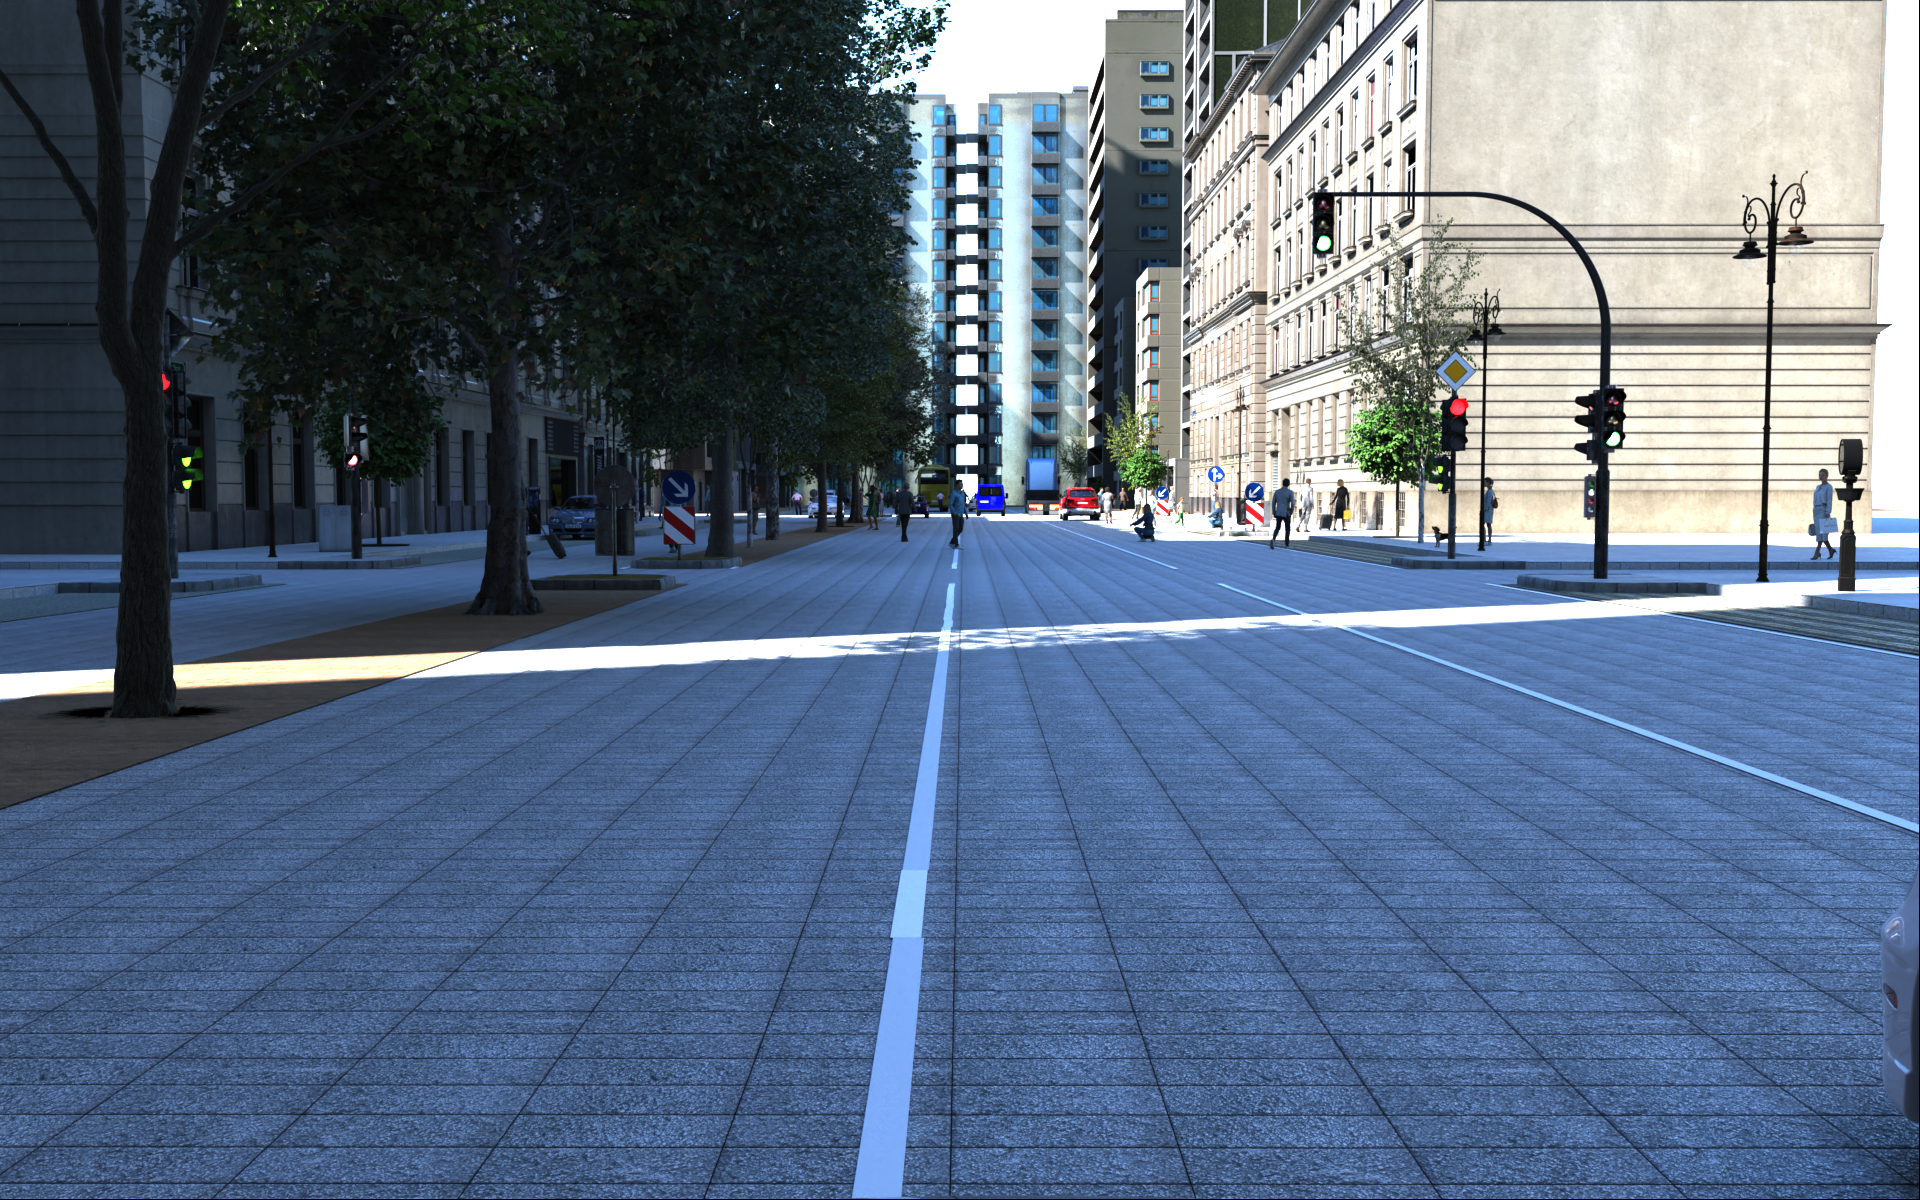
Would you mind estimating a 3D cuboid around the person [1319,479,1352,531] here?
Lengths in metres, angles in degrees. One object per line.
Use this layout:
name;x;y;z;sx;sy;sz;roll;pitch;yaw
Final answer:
person;13.253;-3.349;61.019;0.699;1.804;1.509;-1;4;-10

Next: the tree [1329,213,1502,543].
tree;11.783;-5.785;44.947;4.360;8.622;3.978;0;3;0

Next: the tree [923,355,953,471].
tree;-5.188;-10.168;85.715;9.611;12.733;9.660;0;3;0

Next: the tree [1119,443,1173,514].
tree;12.146;-7.863;112.279;4.285;4.588;4.351;0;3;0

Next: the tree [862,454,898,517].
tree;-5.095;-8.852;97.552;4.737;8.622;4.395;0;3;0

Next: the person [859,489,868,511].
person;-8.026;-7.967;138.690;1.348;1.831;0.705;1;4;10

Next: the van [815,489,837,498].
van;-11.638;-8.848;151.679;2.013;2.044;4.112;0;4;0

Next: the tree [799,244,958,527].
tree;-5.183;-9.891;74.545;12.009;13.543;11.850;0;3;0

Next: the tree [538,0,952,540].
tree;-7.013;-11.956;53.833;12.611;20.169;13.585;0;3;0

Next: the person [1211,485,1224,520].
person;12.558;-4.772;84.654;0.643;1.750;0.593;1;4;16

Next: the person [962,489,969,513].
person;0.234;-7.512;131.350;1.348;1.821;0.705;3;5;40

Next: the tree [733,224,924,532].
tree;-5.256;-8.817;64.745;7.486;12.596;7.792;0;3;0

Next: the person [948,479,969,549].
person;-0.094;-2.234;45.048;0.620;1.820;0.660;2;4;29

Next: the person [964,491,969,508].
person;0.566;-10.583;182.219;1.217;1.739;0.721;1;4;16

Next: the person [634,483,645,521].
person;-15.224;-4.646;82.191;0.419;1.800;0.721;-3;5;-44

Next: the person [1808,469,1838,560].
person;16.942;-1.683;33.913;0.624;1.780;0.694;0;4;4

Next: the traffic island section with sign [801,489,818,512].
traffic island section with sign;-11.460;-7.798;136.126;1.989;1.847;2.006;0;3;0

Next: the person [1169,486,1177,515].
person;13.236;-6.212;107.958;0.624;1.780;0.694;3;5;39

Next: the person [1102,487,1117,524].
person;7.266;-4.589;83.888;0.716;1.782;0.532;1;4;14

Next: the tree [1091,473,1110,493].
tree;12.719;-9.991;157.946;1.663;3.219;1.824;0;3;0

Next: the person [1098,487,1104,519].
person;8.211;-5.701;101.724;0.620;1.820;0.660;2;4;26

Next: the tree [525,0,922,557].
tree;-5.248;-7.855;37.545;9.857;13.997;8.962;0;3;0

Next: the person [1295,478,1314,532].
person;11.619;-3.173;58.038;0.853;1.813;0.709;-3;5;-43

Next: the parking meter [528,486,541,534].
parking meter;-13.579;-2.867;55.294;0.372;1.533;0.369;0;3;0

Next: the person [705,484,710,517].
person;-14.223;-5.666;98.539;0.748;1.841;0.638;3;5;42

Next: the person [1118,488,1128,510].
person;12.976;-8.020;137.719;0.990;1.755;0.434;3;4;39

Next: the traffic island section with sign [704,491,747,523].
traffic island section with sign;-11.565;-4.727;85.918;1.989;1.847;2.006;0;3;0

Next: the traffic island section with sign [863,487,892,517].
traffic island section with sign;-5.273;-6.178;109.142;2.006;1.907;1.989;0;3;0

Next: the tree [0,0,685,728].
tree;-5.154;-5.045;10.699;9.928;11.665;9.643;0;3;0

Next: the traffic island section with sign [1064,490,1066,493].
traffic island section with sign;10.010;-9.487;163.732;1.989;1.847;2.006;0;3;0

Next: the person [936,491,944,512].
person;-1.574;-7.713;135.541;0.756;1.711;0.436;-2;4;-28

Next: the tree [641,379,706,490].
tree;-14.729;-8.420;88.028;4.360;8.622;3.978;0;3;0

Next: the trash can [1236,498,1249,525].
trash can;11.716;-3.661;71.503;0.748;1.137;0.748;0;3;0

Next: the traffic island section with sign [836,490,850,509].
traffic island section with sign;-11.401;-9.447;163.081;1.989;1.847;2.006;0;3;0

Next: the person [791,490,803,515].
person;-10.907;-6.527;116.148;0.756;1.711;0.436;0;4;8

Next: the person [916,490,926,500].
person;-3.232;-7.788;136.543;1.217;1.735;0.721;1;4;23

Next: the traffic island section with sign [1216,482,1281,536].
traffic island section with sign;9.822;-3.091;59.159;1.989;1.847;2.006;0;3;0

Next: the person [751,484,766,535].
person;-7.196;-3.201;61.191;0.532;1.782;0.716;1;4;12

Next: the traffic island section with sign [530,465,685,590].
traffic island section with sign;-5.431;-1.129;26.596;2.006;1.907;1.989;0;3;0

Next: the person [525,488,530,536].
person;-13.569;-2.874;53.458;0.576;1.772;0.534;0;4;-3

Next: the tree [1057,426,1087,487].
tree;12.565;-14.407;185.917;4.737;8.622;4.395;0;3;0

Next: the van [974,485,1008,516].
van;2.016;-6.634;112.845;2.240;2.365;5.245;0;4;2

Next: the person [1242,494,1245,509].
person;13.197;-4.327;81.065;0.394;1.301;0.425;2;4;32

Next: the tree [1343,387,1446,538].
tree;13.028;-4.121;51.094;4.285;4.588;4.351;0;3;0

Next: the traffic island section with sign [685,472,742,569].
traffic island section with sign;-5.407;-1.582;34.004;2.006;1.907;1.989;0;3;0

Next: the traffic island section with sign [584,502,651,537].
traffic island section with sign;-11.612;-3.079;58.963;1.989;1.847;2.006;0;3;0

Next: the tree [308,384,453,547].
tree;-14.292;-3.611;42.746;4.285;4.588;4.351;0;3;0

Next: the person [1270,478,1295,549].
person;8.373;-2.238;44.945;0.661;1.843;0.795;3;4;37

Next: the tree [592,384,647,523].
tree;-13.835;-7.639;75.263;4.737;8.622;4.395;0;3;0

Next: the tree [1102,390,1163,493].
tree;12.258;-10.512;122.230;4.737;8.622;4.395;0;3;0

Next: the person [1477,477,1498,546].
person;13.131;-2.204;43.088;0.522;1.701;0.512;1;4;11

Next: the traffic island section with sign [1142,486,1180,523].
traffic island section with sign;9.860;-4.739;86.114;1.989;1.847;2.006;0;3;0

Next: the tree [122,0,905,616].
tree;-5.427;-6.181;20.518;9.611;12.733;9.660;0;3;0

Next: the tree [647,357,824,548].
tree;-5.524;-5.660;45.361;4.737;8.622;4.395;0;3;0

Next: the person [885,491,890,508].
person;-7.564;-10.453;180.133;0.721;1.743;1.217;-1;4;-16

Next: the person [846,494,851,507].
person;-11.803;-10.536;183.950;0.799;1.438;0.628;2;4;31

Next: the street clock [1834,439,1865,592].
street clock;11.697;-1.115;22.794;0.358;2.002;0.471;1;4;19

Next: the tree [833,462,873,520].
tree;-5.272;-8.568;92.912;4.360;8.622;3.978;0;3;0
